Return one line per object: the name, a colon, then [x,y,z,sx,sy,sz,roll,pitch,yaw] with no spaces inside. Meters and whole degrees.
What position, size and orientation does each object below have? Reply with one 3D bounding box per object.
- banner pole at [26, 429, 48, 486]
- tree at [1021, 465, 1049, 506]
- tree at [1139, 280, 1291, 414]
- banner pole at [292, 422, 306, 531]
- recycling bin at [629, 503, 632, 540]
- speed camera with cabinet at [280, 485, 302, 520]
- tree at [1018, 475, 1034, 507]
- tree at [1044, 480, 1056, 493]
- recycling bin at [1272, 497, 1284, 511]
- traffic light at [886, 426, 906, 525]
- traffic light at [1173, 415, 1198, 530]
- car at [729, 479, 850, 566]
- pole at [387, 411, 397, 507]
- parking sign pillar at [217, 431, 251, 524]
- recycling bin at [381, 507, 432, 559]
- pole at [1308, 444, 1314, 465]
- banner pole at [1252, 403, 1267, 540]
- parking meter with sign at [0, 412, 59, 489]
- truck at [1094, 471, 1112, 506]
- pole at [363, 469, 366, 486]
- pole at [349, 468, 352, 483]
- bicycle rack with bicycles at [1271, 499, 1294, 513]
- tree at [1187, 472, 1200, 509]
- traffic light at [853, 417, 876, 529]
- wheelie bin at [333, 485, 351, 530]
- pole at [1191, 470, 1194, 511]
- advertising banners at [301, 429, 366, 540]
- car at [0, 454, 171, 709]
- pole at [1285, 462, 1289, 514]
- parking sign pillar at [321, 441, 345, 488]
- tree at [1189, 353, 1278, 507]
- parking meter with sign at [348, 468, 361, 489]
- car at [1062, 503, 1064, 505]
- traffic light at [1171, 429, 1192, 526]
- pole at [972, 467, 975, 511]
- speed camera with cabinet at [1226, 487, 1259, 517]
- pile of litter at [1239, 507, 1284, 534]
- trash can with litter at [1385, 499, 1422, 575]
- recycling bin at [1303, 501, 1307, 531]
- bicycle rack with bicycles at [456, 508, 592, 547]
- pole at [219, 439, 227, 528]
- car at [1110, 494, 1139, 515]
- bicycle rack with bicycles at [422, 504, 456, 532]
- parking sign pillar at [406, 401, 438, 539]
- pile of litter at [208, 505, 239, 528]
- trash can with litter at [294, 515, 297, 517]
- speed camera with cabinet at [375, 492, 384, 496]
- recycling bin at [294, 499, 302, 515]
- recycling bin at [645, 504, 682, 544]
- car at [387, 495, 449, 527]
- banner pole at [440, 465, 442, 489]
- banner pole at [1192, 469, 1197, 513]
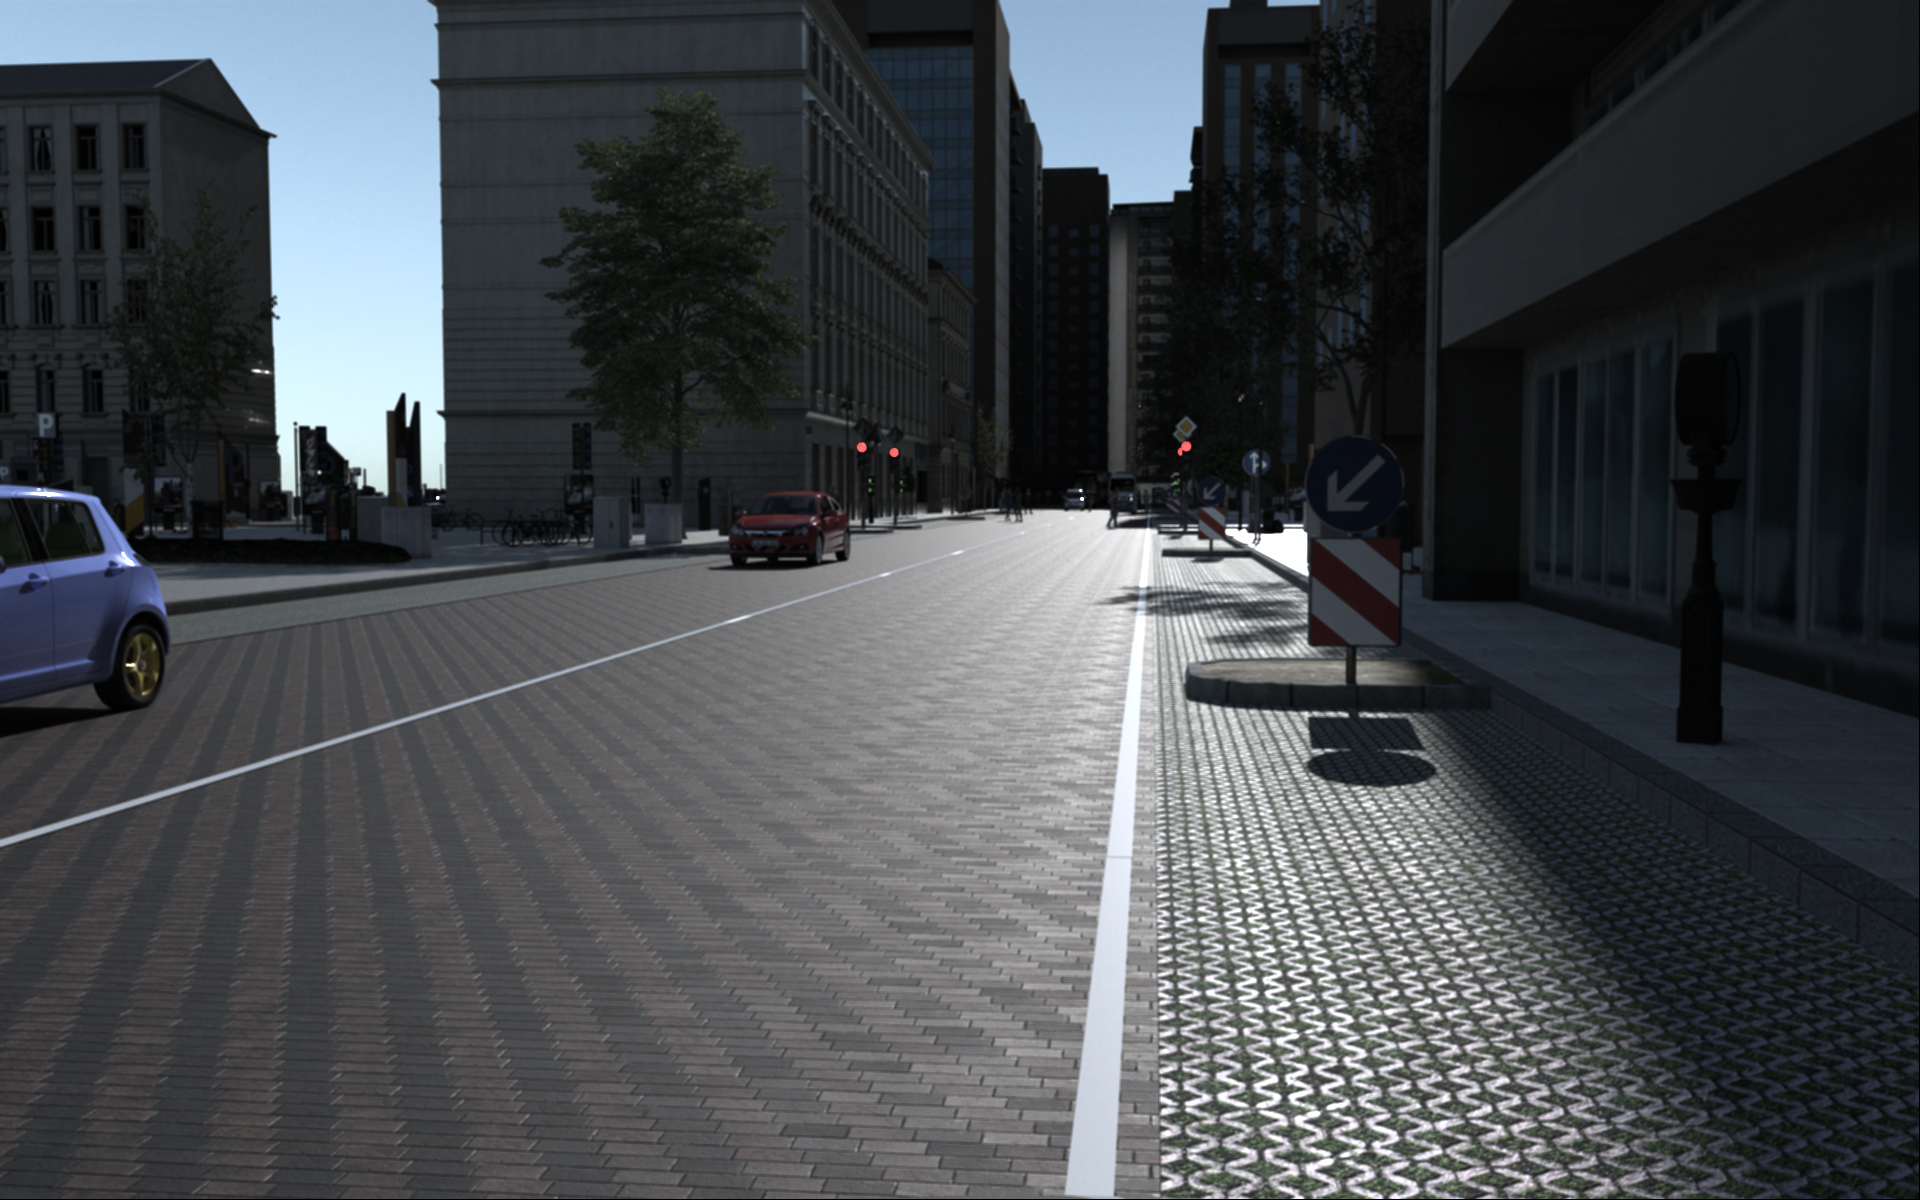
banner pole: [-35.623,-4.695,66.774,0.863,3.779,0.401,-2,4,-30]
tree: [8.347,-12.791,192.854,4.285,4.588,4.351,0,3,0]
tree: [20.914,-17.460,141.361,12.611,20.169,13.585,0,3,0]
banner pole: [-22.939,-4.302,60.348,0.401,3.779,0.863,2,4,24]
recycling bin: [-9.602,-2.180,48.205,0.722,1.027,0.722,1,4,16]
speed camera with cabinet: [-33.055,-5.597,85.838,2.038,3.252,0.660,-1,4,-13]
tree: [6.753,-11.128,176.541,1.663,3.219,1.824,0,3,0]
tree: [11.245,-13.963,222.896,1.663,3.219,1.824,0,3,0]
recycling bin: [23.690,-7.120,128.965,0.722,1.027,0.722,1,4,21]
traffic light: [-2.644,-5.034,71.229,0.839,4.253,0.868,0,4,6]
traffic light: [8.073,-4.472,62.033,0.839,4.253,0.868,0,4,6]
car: [-3.491,-1.644,35.919,2.155,1.783,4.494,0,4,8]
pole: [-13.921,-2.974,42.474,0.158,3.312,0.155,0,3,0]
parking sign pillar: [-31.166,-5.238,74.114,1.447,3.967,1.447,1,4,10]
recycling bin: [-11.073,-1.353,34.669,0.722,1.027,0.722,1,4,13]
pole: [14.234,-4.676,70.292,0.158,3.312,0.155,0,3,0]
banner pole: [8.367,-3.555,48.145,0.401,3.779,0.863,1,4,15]
parking meter with sign: [-19.729,-2.444,36.224,0.543,3.016,1.738,1,4,19]
truck: [17.517,-13.965,217.247,2.839,4.237,11.283,0,4,8]
pole: [-47.997,-8.921,139.708,0.158,3.312,0.155,0,3,0]
pole: [-47.773,-8.678,135.721,0.158,3.312,0.155,0,3,0]
bicycle rack with bicycles: [22.511,-6.469,119.147,2.852,0.926,2.925,2,4,28]
tree: [20.543,-9.553,150.799,1.663,3.219,1.824,0,3,0]
traffic light: [-3.520,-4.549,63.292,0.839,4.253,0.868,0,4,6]
wheelie bin: [-22.382,-3.355,62.760,0.980,1.594,0.693,0,4,8]
pole: [17.895,-8.540,133.477,0.158,3.312,0.155,0,3,0]
advertising banners: [-16.836,-3.079,46.533,2.074,3.025,0.090,1,4,20]
car: [-6.373,-0.045,10.330,1.945,1.707,3.694,0,4,4]
pole: [21.042,-7.194,111.458,0.158,3.312,0.155,0,3,0]
parking sign pillar: [-31.675,-6.056,87.487,1.447,3.967,1.447,2,4,32]
tree: [14.132,-8.580,90.653,4.360,8.622,3.978,0,3,0]
parking meter with sign: [-39.578,-7.127,112.786,0.543,3.016,1.738,0,4,2]
car: [13.652,-12.779,218.533,1.945,1.707,3.694,0,4,5]
traffic light: [8.949,-4.957,69.970,0.839,4.253,0.868,0,4,6]
pole: [1.020,-8.341,130.220,0.158,3.312,0.155,0,3,0]
speed camera with cabinet: [15.758,-6.273,96.900,2.038,3.252,0.660,0,4,-3]
pile of litter: [9.883,-2.611,56.649,1.719,0.858,1.176,-1,4,-17]
trash can with litter: [7.366,-1.015,27.645,2.233,1.210,1.678,1,4,16]
recycling bin: [12.223,-2.863,59.364,0.722,1.027,0.722,-1,4,-11]
bicycle rack with bicycles: [-10.568,-1.835,43.391,2.925,0.926,2.852,-3,5,-39]
pole: [-27.569,-4.336,64.744,0.158,3.312,0.155,0,3,0]
car: [11.211,-6.503,118.330,2.014,1.417,4.499,0,4,8]
bicycle rack with bicycles: [-18.300,-2.836,59.753,2.925,0.926,2.852,1,4,11]
parking sign pillar: [-15.802,-3.752,49.815,1.447,3.967,1.447,-1,4,-10]
pile of litter: [-28.095,-3.196,66.215,1.176,0.858,1.719,1,4,12]
trash can with litter: [-37.896,-5.271,97.246,2.233,1.210,1.678,0,4,6]
speed camera with cabinet: [-44.926,-8.607,135.063,2.038,3.252,0.660,-1,4,-23]
recycling bin: [-41.276,-5.810,107.543,0.722,1.027,0.722,-1,4,-17]
recycling bin: [-7.631,-1.958,44.562,0.722,1.027,0.722,1,4,20]
car: [-23.088,-3.570,70.367,4.499,1.417,2.014,1,4,8]
banner pole: [-43.795,-9.555,146.241,0.401,3.779,0.863,-1,4,-17]
banner pole: [15.915,-7.792,117.414,0.401,3.779,0.863,-1,4,-17]
